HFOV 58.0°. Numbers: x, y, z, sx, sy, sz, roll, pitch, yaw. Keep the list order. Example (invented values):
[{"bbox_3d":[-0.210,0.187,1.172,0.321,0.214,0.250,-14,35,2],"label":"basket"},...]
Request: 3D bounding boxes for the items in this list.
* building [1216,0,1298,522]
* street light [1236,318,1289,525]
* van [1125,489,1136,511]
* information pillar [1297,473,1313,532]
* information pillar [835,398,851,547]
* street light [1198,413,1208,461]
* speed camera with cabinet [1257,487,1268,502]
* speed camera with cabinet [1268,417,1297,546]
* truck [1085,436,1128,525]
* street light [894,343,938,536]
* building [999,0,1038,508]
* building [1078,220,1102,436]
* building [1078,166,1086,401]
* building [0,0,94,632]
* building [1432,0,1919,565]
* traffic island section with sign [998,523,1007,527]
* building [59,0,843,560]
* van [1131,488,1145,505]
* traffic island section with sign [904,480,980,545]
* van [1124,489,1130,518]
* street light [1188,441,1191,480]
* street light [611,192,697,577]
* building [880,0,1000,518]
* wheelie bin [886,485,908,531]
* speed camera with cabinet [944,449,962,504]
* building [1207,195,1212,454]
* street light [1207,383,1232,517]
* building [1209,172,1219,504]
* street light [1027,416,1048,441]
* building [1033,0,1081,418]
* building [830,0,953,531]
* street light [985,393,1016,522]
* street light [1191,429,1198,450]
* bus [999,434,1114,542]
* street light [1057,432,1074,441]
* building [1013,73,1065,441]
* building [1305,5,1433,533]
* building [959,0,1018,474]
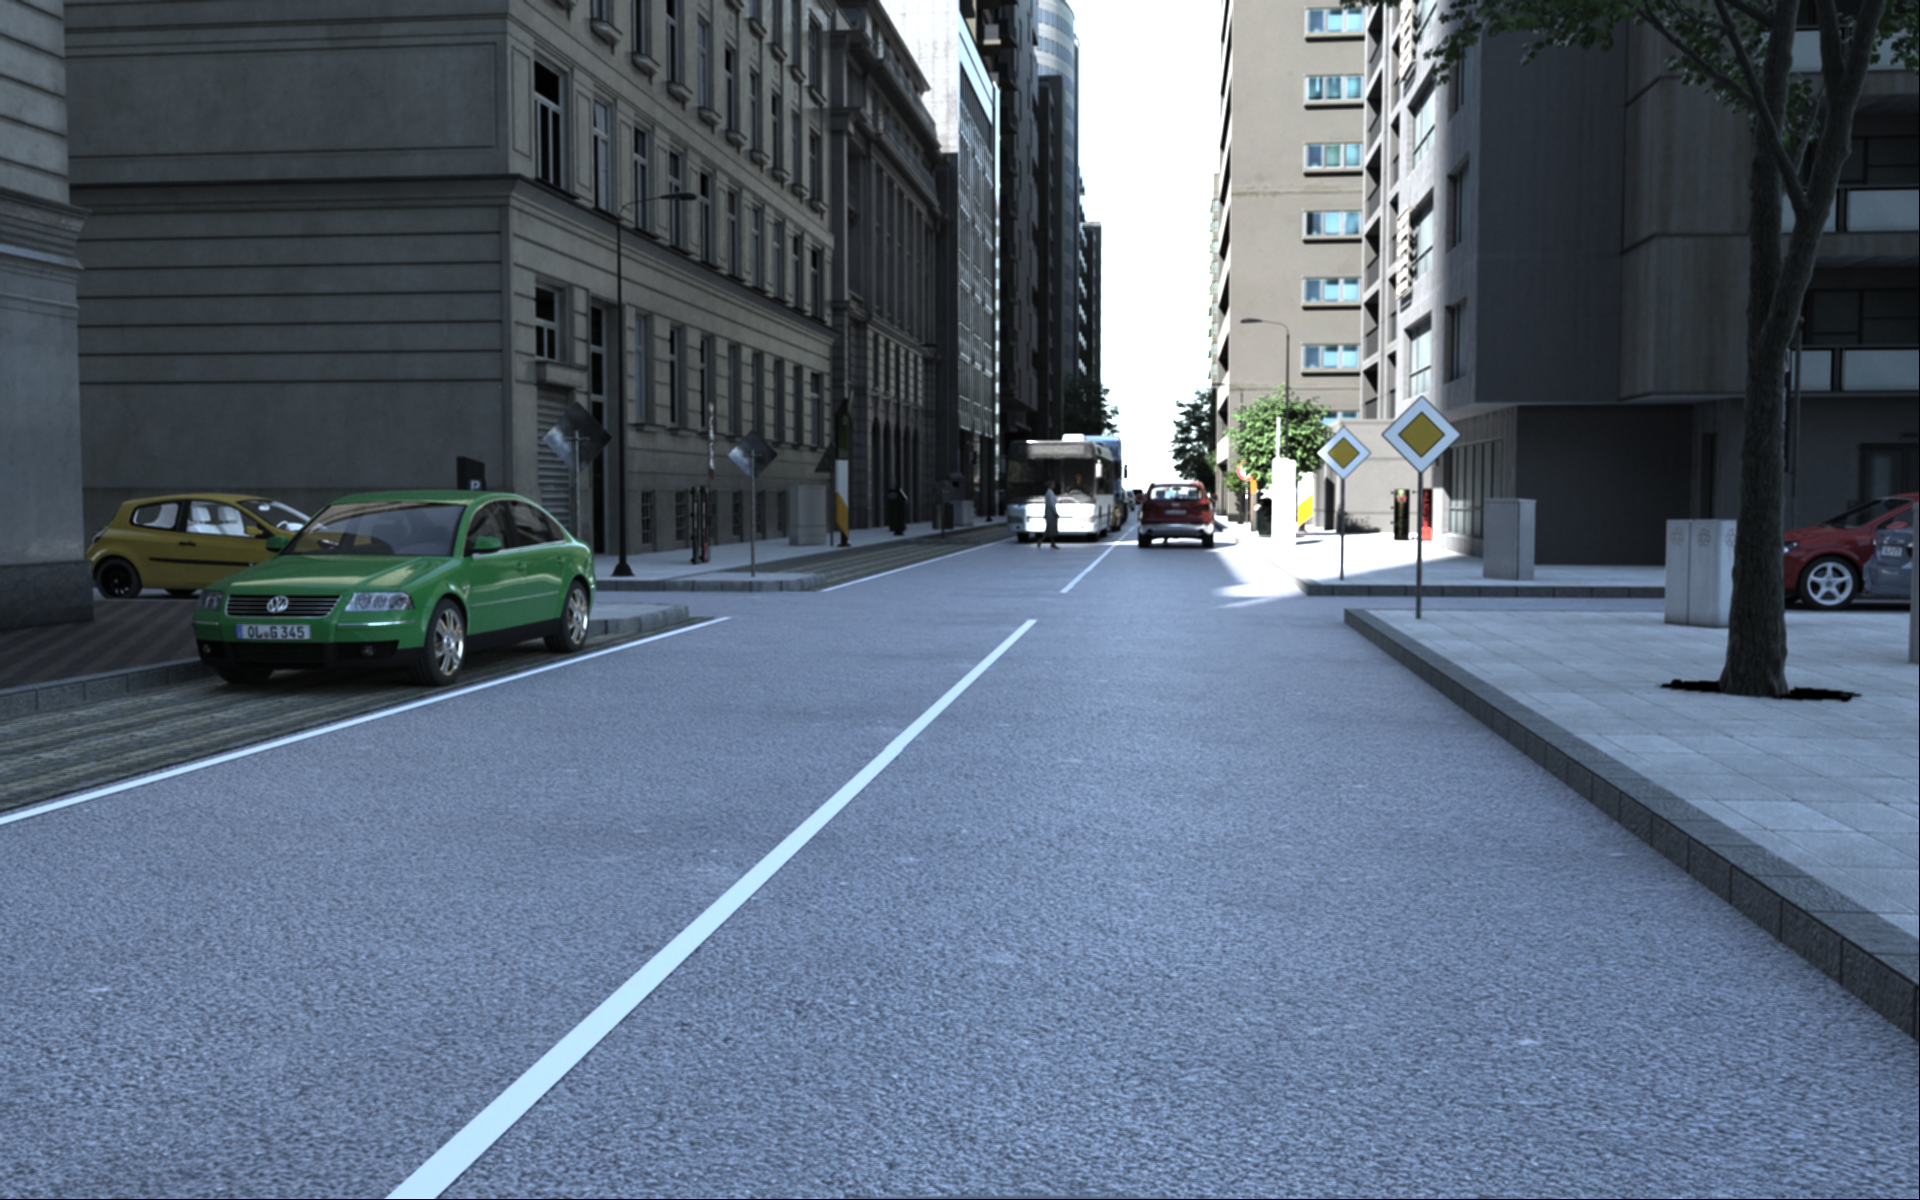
[{"bbox_3d":[24.187,-28.373,87.601,21.300,48.544,21.600,0,4,7],"label":"building"},{"bbox_3d":[8.100,-4.482,45.828,1.470,5.913,1.316,0,4,7],"label":"street light"},{"bbox_3d":[14.116,-8.655,148.526,2.013,2.044,4.112,0,4,7],"label":"van"},{"bbox_3d":[11.680,-4.113,58.595,0.504,3.616,0.183,1,4,18],"label":"information pillar"},{"bbox_3d":[-2.859,-3.098,42.005,0.183,3.616,0.504,2,4,27],"label":"information pillar"},{"bbox_3d":[14.491,-7.735,99.012,1.470,5.913,1.316,0,4,7],"label":"street light"},{"bbox_3d":[11.290,-4.225,63.414,0.660,3.252,2.038,-1,4,-8],"label":"speed camera with cabinet"},{"bbox_3d":[8.235,-3.031,43.885,0.660,3.252,2.038,1,4,11],"label":"speed camera with cabinet"},{"bbox_3d":[6.932,-5.865,85.649,2.967,4.110,18.799,0,4,6],"label":"truck"},{"bbox_3d":[-1.366,-4.951,53.495,1.470,5.913,1.316,0,4,7],"label":"street light"},{"bbox_3d":[-7.659,-33.992,145.015,28.713,52.752,27.495,0,4,7],"label":"building"},{"bbox_3d":[13.354,-34.789,252.402,14.154,41.232,14.086,0,4,7],"label":"building"},{"bbox_3d":[5.261,-37.379,230.748,23.786,49.044,30.456,0,4,7],"label":"building"},{"bbox_3d":[-18.193,-10.042,13.338,18.267,20.994,9.793,0,4,7],"label":"building"},{"bbox_3d":[16.371,-21.346,32.597,14.086,41.232,14.154,0,4,7],"label":"building"},{"bbox_3d":[2.764,-4.141,76.335,1.989,1.847,2.006,0,4,7],"label":"traffic island section with sign"},{"bbox_3d":[-13.163,-12.897,44.154,16.112,22.955,30.059,0,4,7],"label":"building"},{"bbox_3d":[18.934,-11.175,187.099,2.240,2.365,5.245,0,4,8],"label":"van"},{"bbox_3d":[-0.476,-2.504,49.574,1.989,1.847,2.006,0,4,7],"label":"traffic island section with sign"},{"bbox_3d":[9.289,-5.968,104.590,2.013,2.044,4.112,0,4,7],"label":"van"},{"bbox_3d":[20.527,-10.809,149.276,1.470,5.913,1.316,0,4,7],"label":"street light"},{"bbox_3d":[-4.734,-3.320,26.816,1.470,5.913,1.316,0,4,7],"label":"street light"},{"bbox_3d":[-4.856,-16.790,92.542,12.078,24.808,19.932,0,4,7],"label":"building"},{"bbox_3d":[-2.168,-3.167,59.691,0.693,1.594,0.980,0,4,4],"label":"wheelie bin"},{"bbox_3d":[-0.336,-5.020,76.415,0.660,3.252,2.038,0,4,-7],"label":"speed camera with cabinet"},{"bbox_3d":[45.882,-35.944,242.310,22.147,44.769,28.867,0,4,7],"label":"building"},{"bbox_3d":[11.215,-6.109,72.430,1.470,5.913,1.316,0,4,7],"label":"street light"},{"bbox_3d":[39.150,-32.908,221.638,14.154,41.232,14.086,0,4,7],"label":"building"},{"bbox_3d":[4.539,-8.001,103.360,1.470,5.913,1.316,0,4,7],"label":"street light"},{"bbox_3d":[2.599,-40.324,201.288,21.231,58.520,28.212,0,4,7],"label":"building"},{"bbox_3d":[-8.364,-14.007,70.810,13.314,21.916,24.055,0,4,7],"label":"building"},{"bbox_3d":[1.883,-6.577,80.081,1.470,5.913,1.316,0,4,7],"label":"street light"},{"bbox_3d":[17.277,-9.183,122.690,1.470,5.913,1.316,0,4,7],"label":"street light"},{"bbox_3d":[3.334,-3.689,55.180,2.948,3.499,13.247,0,4,7],"label":"bus"},{"bbox_3d":[7.866,-9.627,129.936,1.470,5.913,1.316,0,4,7],"label":"street light"},{"bbox_3d":[2.543,-29.446,165.039,14.154,41.232,14.086,0,4,7],"label":"building"},{"bbox_3d":[23.051,-37.892,57.785,20.563,71.187,20.611,0,4,7],"label":"building"},{"bbox_3d":[-7.747,-28.276,116.937,22.147,44.769,28.867,0,4,7],"label":"building"}]
